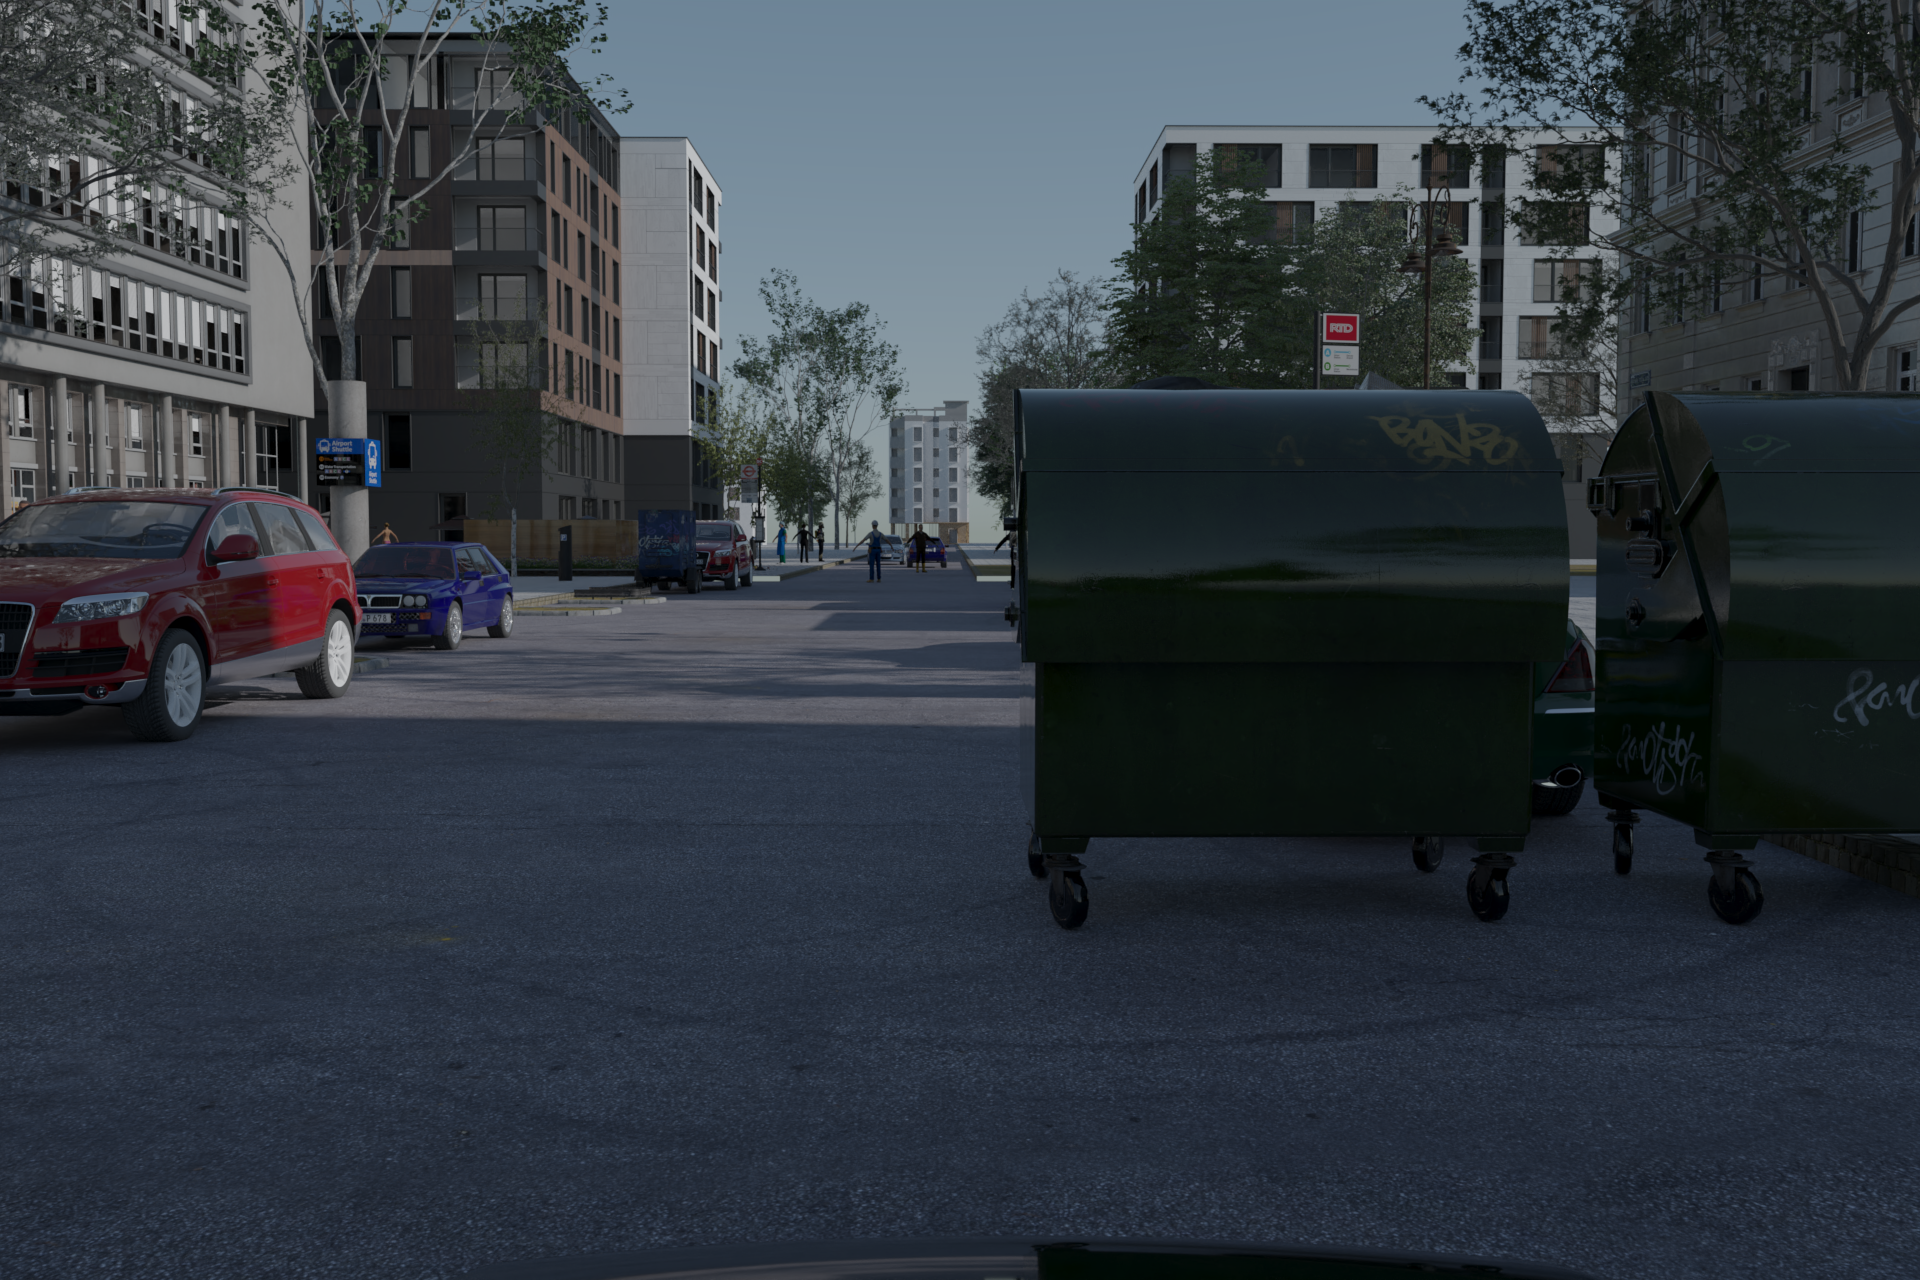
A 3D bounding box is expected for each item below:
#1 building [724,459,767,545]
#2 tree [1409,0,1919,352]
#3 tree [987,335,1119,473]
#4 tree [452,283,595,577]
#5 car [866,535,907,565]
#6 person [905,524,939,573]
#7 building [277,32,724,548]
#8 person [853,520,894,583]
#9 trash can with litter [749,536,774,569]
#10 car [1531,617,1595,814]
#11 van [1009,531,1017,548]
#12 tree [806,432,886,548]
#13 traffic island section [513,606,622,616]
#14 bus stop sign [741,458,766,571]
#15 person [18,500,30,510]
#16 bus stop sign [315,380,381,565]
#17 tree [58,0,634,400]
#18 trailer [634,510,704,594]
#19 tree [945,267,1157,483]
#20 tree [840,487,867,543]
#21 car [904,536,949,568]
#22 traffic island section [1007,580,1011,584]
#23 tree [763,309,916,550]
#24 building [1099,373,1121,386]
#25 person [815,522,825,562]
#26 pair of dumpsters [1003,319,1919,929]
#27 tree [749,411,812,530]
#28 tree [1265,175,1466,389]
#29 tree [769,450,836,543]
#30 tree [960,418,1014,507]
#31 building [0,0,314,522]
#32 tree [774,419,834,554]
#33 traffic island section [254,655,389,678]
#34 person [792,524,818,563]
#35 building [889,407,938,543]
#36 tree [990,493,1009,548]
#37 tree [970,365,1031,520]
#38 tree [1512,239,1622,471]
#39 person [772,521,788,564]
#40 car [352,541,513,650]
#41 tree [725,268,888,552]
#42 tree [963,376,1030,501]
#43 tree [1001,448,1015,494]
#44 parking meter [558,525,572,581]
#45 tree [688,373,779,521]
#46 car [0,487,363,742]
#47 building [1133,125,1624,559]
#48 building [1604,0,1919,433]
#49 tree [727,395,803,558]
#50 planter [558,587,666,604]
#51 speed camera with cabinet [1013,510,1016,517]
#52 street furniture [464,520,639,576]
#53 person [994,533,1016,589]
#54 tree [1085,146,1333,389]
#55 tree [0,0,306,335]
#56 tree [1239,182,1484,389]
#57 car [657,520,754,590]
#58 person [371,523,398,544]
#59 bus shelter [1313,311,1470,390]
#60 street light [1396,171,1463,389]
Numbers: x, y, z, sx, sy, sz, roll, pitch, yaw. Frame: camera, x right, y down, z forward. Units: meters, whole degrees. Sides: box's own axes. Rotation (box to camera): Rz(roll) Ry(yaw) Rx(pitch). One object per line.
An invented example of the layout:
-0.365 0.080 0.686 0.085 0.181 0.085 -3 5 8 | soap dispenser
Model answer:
-27.643 -16.260 208.000 9.099 9.664 28.070 0 3 0 | building
8.581 -5.025 16.577 8.767 10.594 7.601 0 4 -6 | tree
5.014 -10.050 90.068 9.928 11.665 9.643 0 3 0 | tree
-13.463 -6.181 51.418 4.360 8.622 3.978 0 3 0 | tree
-3.450 -4.285 82.065 2.014 1.417 4.499 0 4 -1 | car
-1.450 -3.421 64.533 1.346 1.812 0.704 -1 4 -21 | person
-27.919 -14.872 87.137 27.936 21.610 32.646 0 4 -1 | building
-2.530 -2.629 51.305 1.347 1.847 0.705 -2 4 -28 | person
-7.487 -3.227 63.813 1.678 1.210 2.233 0 4 -1 | trash can with litter
2.239 0.092 10.293 2.131 1.459 4.920 0 4 0 | car
2.152 -1.838 34.435 2.240 2.365 5.245 0 4 -1 | van
-10.551 -13.734 158.964 8.767 10.594 7.601 1 4 19 | tree
-7.198 -0.514 31.275 1.991 0.108 1.994 0 4 0 | traffic island section
-7.248 -4.408 60.768 0.855 3.939 0.416 0 4 1 | bus stop sign
-15.426 -1.384 28.542 0.709 1.838 0.599 -1 4 -16 | person
-10.586 -2.508 30.023 0.837 3.901 0.837 0 4 0 | bus stop sign
-13.685 -11.219 39.314 12.611 20.169 13.585 0 3 0 | tree
-7.014 -2.080 41.064 1.471 1.999 3.904 0 4 0 | trailer
4.861 -10.307 78.882 12.009 13.543 11.850 0 3 0 | tree
-15.379 -18.305 249.641 4.737 8.622 4.395 0 3 0 | tree
-1.433 -3.805 74.788 1.945 1.354 3.894 0 4 -1 | car
2.355 -1.655 49.928 1.991 0.108 1.994 0 4 0 | traffic island section
-9.938 -17.631 144.161 12.611 20.169 13.585 0 3 0 | tree
23.120 -20.289 198.188 16.747 18.905 31.486 0 4 -1 | building
-6.422 -4.560 80.343 0.705 1.856 1.354 0 4 -2 | person
2.386 -0.112 6.790 4.436 2.255 1.574 0 4 -1 | pair of dumpsters
-10.569 -9.342 103.105 4.737 8.622 4.395 0 3 0 | tree
7.838 -5.271 36.542 4.360 8.622 3.978 0 3 0 | tree
-22.986 -21.039 250.646 9.857 13.997 8.962 0 3 0 | tree
5.036 -14.479 147.105 12.009 13.543 11.850 0 3 0 | tree
-32.782 -14.365 42.467 19.016 26.051 41.698 0 3 0 | building
-10.355 -9.869 111.725 4.737 8.622 4.395 0 3 0 | tree
-7.179 0.280 18.286 1.991 0.108 1.994 0 4 0 | traffic island section
-6.906 -4.299 77.003 1.216 1.740 0.721 1 4 11 | person
-9.905 -23.885 249.394 11.380 20.090 16.016 0 4 4 | building
4.098 -12.574 155.939 4.360 8.622 3.978 0 3 0 | tree
5.235 -13.436 126.335 9.857 13.997 8.962 0 3 0 | tree
27.028 -9.690 68.809 12.009 13.543 11.850 0 3 0 | tree
-7.583 -4.116 73.420 0.704 1.817 1.347 -2 4 -31 | person
-7.092 -0.615 22.635 1.945 1.354 3.894 0 3 0 | car
-12.340 -16.521 126.000 12.611 20.169 13.585 0 3 0 | tree
4.624 -10.101 99.565 8.767 10.594 7.601 -1 4 -20 | tree
4.407 -9.666 108.393 4.737 8.622 4.395 0 3 0 | tree
-10.822 -2.388 47.462 0.372 1.533 0.369 0 3 0 | parking meter
-10.560 -7.948 80.306 4.737 8.622 4.395 0 3 0 | tree
-6.400 -0.303 13.624 2.281 1.827 5.304 0 4 -1 | car
23.975 -15.864 103.359 27.936 21.610 32.646 0 4 -1 | building
27.510 -15.154 45.030 12.463 27.353 25.104 0 4 -1 | building
-10.709 -8.723 92.977 4.737 8.622 4.395 0 3 0 | tree
-7.231 -0.928 36.313 1.991 0.319 1.994 0 4 -1 | planter
2.334 -4.298 64.603 0.660 3.252 2.038 0 4 0 | speed camera with cabinet
-11.892 -2.909 54.421 11.010 1.723 9.812 0 4 0 | street furniture
1.522 -2.272 45.537 1.347 1.837 0.705 1 4 15 | person
7.450 -8.170 51.708 7.486 12.596 7.792 0 3 0 | tree
-12.845 -6.605 18.363 12.009 13.543 11.850 0 3 0 | tree
14.401 -9.612 63.815 9.857 13.997 8.962 0 3 0 | tree
-6.692 -2.270 45.786 2.281 1.827 5.304 0 3 0 | car
-23.027 -3.829 69.410 0.721 1.733 1.217 3 4 38 | person
6.198 -3.137 28.929 2.179 5.291 8.768 0 4 0 | bus shelter
6.074 -3.045 22.570 0.468 5.910 1.993 0 4 0 | street light
